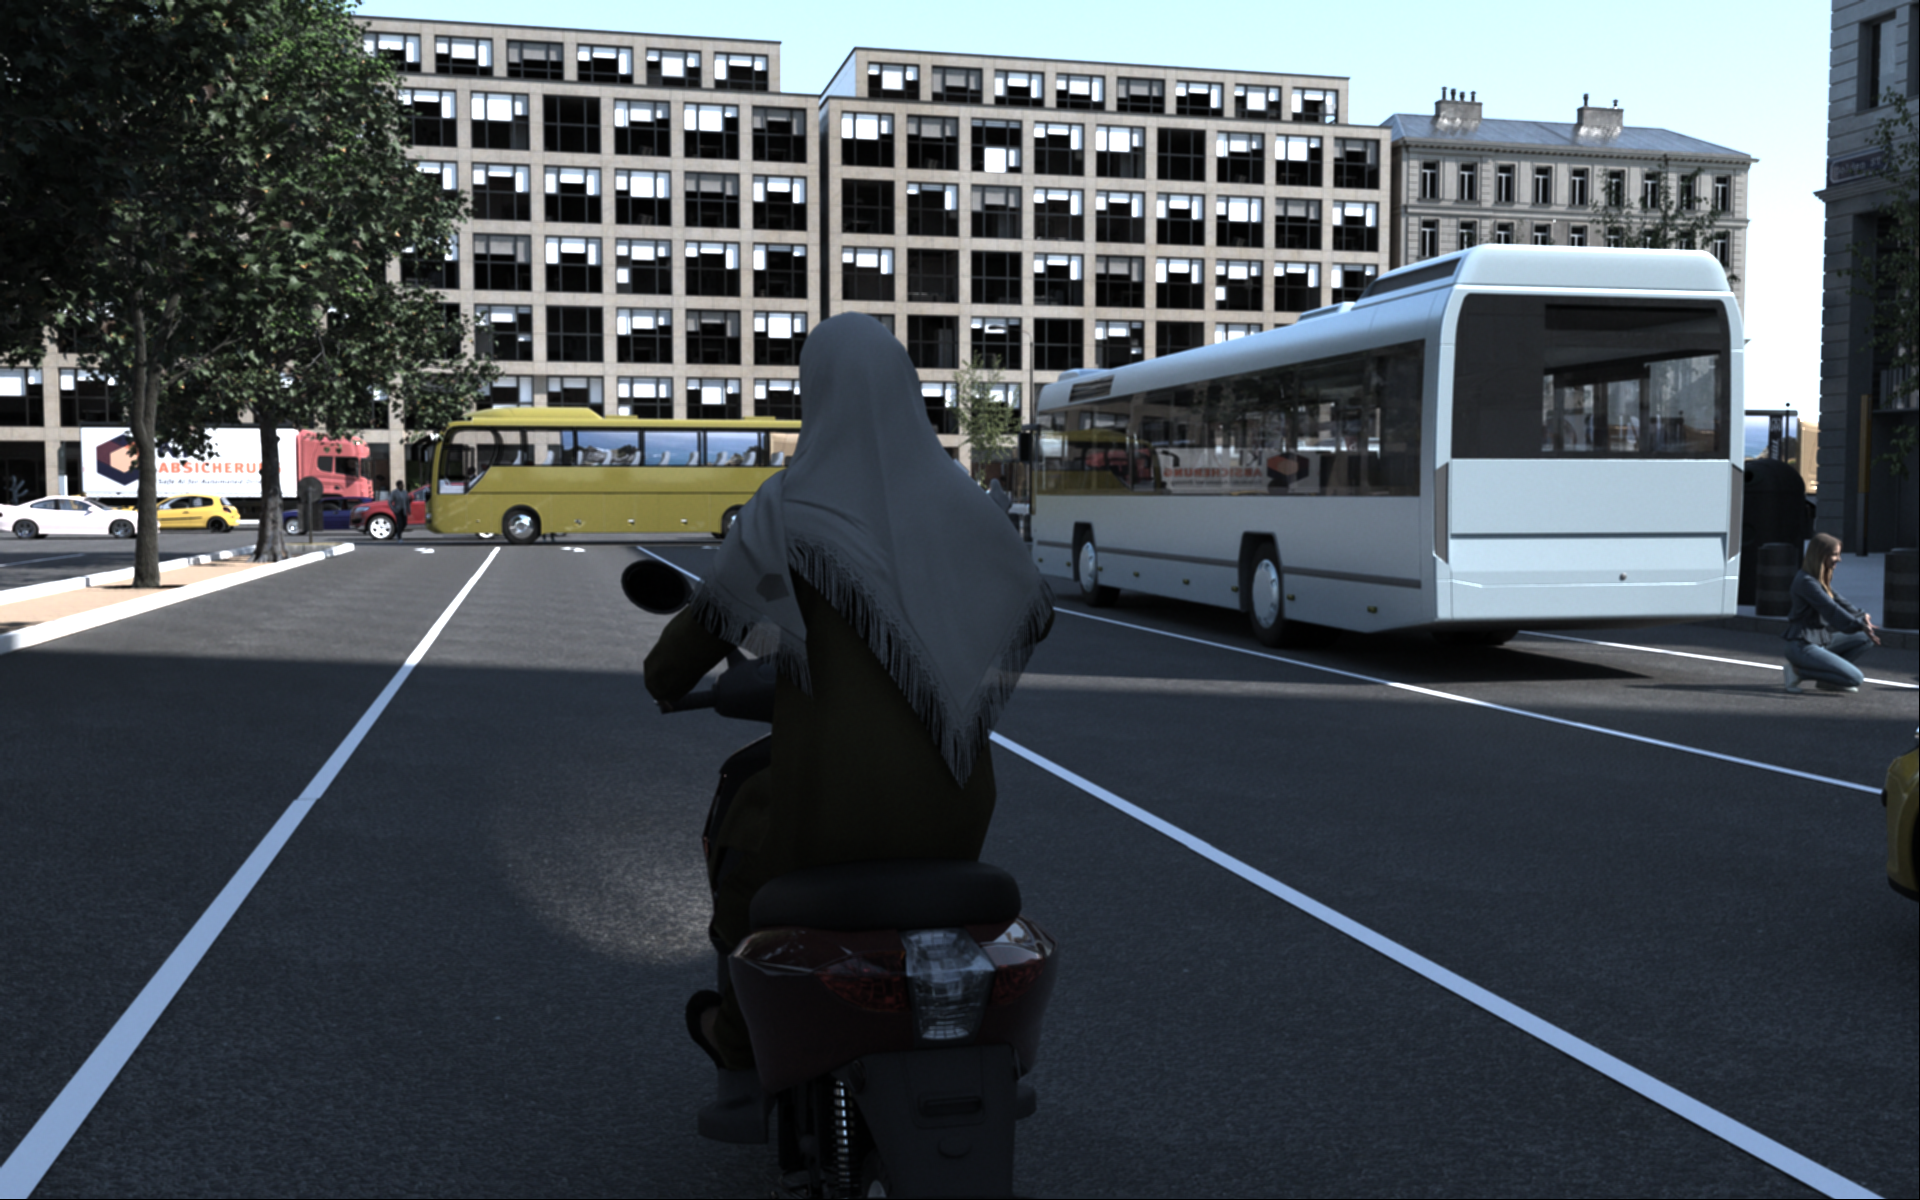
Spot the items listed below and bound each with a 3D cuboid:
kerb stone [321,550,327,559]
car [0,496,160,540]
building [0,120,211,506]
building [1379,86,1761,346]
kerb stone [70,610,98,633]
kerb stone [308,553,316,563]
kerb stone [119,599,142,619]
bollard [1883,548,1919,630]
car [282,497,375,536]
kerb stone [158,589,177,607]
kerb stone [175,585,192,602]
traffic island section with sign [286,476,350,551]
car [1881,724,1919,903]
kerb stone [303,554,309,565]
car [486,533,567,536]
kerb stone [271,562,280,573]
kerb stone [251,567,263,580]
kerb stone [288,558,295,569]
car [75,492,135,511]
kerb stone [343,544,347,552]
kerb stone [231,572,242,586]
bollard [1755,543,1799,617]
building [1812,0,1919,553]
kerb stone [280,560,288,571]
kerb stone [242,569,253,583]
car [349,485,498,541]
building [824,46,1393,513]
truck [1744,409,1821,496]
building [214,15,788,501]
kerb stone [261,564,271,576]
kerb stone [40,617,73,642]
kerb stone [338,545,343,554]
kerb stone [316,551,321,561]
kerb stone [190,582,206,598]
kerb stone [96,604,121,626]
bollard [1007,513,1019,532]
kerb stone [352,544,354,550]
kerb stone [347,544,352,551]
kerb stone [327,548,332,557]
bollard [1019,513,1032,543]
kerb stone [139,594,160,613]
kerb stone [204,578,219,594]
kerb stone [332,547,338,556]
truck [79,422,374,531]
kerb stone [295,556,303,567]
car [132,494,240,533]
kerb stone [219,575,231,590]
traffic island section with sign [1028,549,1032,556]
[{"bbox_3d":[-14.139,-0.976,38.216,0.120,0.150,1.000,-1,4,-14],"label":"kerb stone"},{"bbox_3d":[-28.415,-2.656,55.789,4.827,1.381,2.083,-1,4,-15],"label":"car"},{"bbox_3d":[-60.651,-17.650,93.085,34.151,26.468,19.350,-1,4,-14],"label":"building"},{"bbox_3d":[36.982,-19.302,112.850,25.104,27.353,12.463,-1,4,-14],"label":"building"},{"bbox_3d":[-9.279,0.245,18.208,0.120,0.150,1.000,-1,4,-14],"label":"kerb stone"},{"bbox_3d":[-13.650,-0.858,36.219,0.120,0.150,1.000,-1,4,-14],"label":"kerb stone"},{"bbox_3d":[-9.757,0.122,20.212,0.120,0.150,1.000,-1,4,-14],"label":"kerb stone"},{"bbox_3d":[9.042,-0.111,16.532,0.404,0.777,0.398,0,3,0],"label":"bollard"},{"bbox_3d":[-22.010,-2.949,60.804,3.894,1.354,1.945,-1,4,-13],"label":"car"},{"bbox_3d":[-10.251,0.000,22.215,0.120,0.150,1.000,-1,4,-14],"label":"kerb stone"},{"bbox_3d":[-10.497,-0.063,23.218,0.120,0.150,1.000,-1,4,-14],"label":"kerb stone"},{"bbox_3d":[-16.723,-2.215,44.355,2.006,1.907,1.989,-1,4,-14],"label":"traffic island section with sign"},{"bbox_3d":[4.000,0.386,3.919,2.015,1.641,3.980,-1,4,-12],"label":"car"},{"bbox_3d":[-13.414,-0.787,35.217,0.120,0.150,1.000,-1,4,-14],"label":"kerb stone"},{"bbox_3d":[-14.986,-2.835,58.925,3.894,1.354,1.945,-1,4,-15],"label":"car"},{"bbox_3d":[-12.443,-0.547,31.216,0.120,0.150,1.000,-1,4,-14],"label":"kerb stone"},{"bbox_3d":[-11.951,-0.429,29.216,0.120,0.150,1.000,-1,4,-14],"label":"kerb stone"},{"bbox_3d":[-12.928,-0.674,33.213,0.120,0.150,1.000,-1,4,-14],"label":"kerb stone"},{"bbox_3d":[-35.444,-3.798,72.318,3.980,1.641,2.015,-1,4,-15],"label":"car"},{"bbox_3d":[-15.118,-1.219,42.214,0.120,0.150,1.000,-1,4,-14],"label":"kerb stone"},{"bbox_3d":[-11.471,-0.307,27.219,0.120,0.150,1.000,-1,4,-14],"label":"kerb stone"},{"bbox_3d":[8.618,-0.217,18.270,0.404,0.777,0.398,0,3,0],"label":"bollard"},{"bbox_3d":[27.701,-15.113,24.585,11.434,29.767,29.804,-1,4,-14],"label":"building"},{"bbox_3d":[-12.679,-0.610,32.217,0.120,0.150,1.000,-1,4,-14],"label":"kerb stone"},{"bbox_3d":[-11.711,-0.362,28.218,0.120,0.150,1.000,-1,4,-14],"label":"kerb stone"},{"bbox_3d":[-16.452,-2.809,54.605,5.304,1.827,2.281,-1,4,-13],"label":"car"},{"bbox_3d":[7.009,-18.654,109.507,34.151,26.468,19.350,-1,4,-14],"label":"building"},{"bbox_3d":[25.329,-4.238,58.207,11.283,4.237,2.839,-1,4,-14],"label":"truck"},{"bbox_3d":[-26.539,-18.147,101.211,34.151,26.468,19.350,-1,4,-14],"label":"building"},{"bbox_3d":[-12.201,-0.491,30.217,0.120,0.150,1.000,-1,4,-14],"label":"kerb stone"},{"bbox_3d":[-9.038,0.308,17.209,0.120,0.150,1.000,-1,4,-14],"label":"kerb stone"},{"bbox_3d":[-14.869,-1.162,41.217,0.120,0.150,1.000,-1,4,-14],"label":"kerb stone"},{"bbox_3d":[-13.902,-0.919,37.216,0.120,0.150,1.000,-1,4,-14],"label":"kerb stone"},{"bbox_3d":[-10.736,-0.124,24.217,0.120,0.150,1.000,-1,4,-14],"label":"kerb stone"},{"bbox_3d":[-9.518,0.182,19.212,0.120,0.150,1.000,-1,4,-14],"label":"kerb stone"},{"bbox_3d":[1.453,-2.019,47.720,0.404,0.777,0.398,0,3,0],"label":"bollard"},{"bbox_3d":[-15.596,-1.347,44.214,0.120,0.150,1.000,-1,4,-14],"label":"kerb stone"},{"bbox_3d":[-15.363,-1.286,43.214,0.120,0.150,1.000,-1,4,-14],"label":"kerb stone"},{"bbox_3d":[-14.389,-1.041,39.212,0.120,0.150,1.000,-1,4,-14],"label":"kerb stone"},{"bbox_3d":[1.881,-1.912,45.979,0.404,0.777,0.398,0,3,0],"label":"bollard"},{"bbox_3d":[-10.002,0.060,21.209,0.120,0.150,1.000,-1,4,-14],"label":"kerb stone"},{"bbox_3d":[-10.982,-0.185,25.223,0.120,0.150,1.000,-1,4,-14],"label":"kerb stone"},{"bbox_3d":[-14.626,-1.102,40.218,0.120,0.150,1.000,-1,4,-14],"label":"kerb stone"},{"bbox_3d":[-28.822,-4.924,69.426,11.283,4.237,2.839,-1,4,-12],"label":"truck"},{"bbox_3d":[-13.168,-0.735,34.213,0.120,0.150,1.000,-1,4,-14],"label":"kerb stone"},{"bbox_3d":[-28.820,-3.293,64.063,3.980,1.641,2.015,-1,4,-12],"label":"car"},{"bbox_3d":[-11.223,-0.246,26.222,0.120,0.150,1.000,-1,4,-14],"label":"kerb stone"},{"bbox_3d":[2.103,-1.859,39.015,1.989,1.847,2.006,-1,4,-14],"label":"traffic island section with sign"}]
